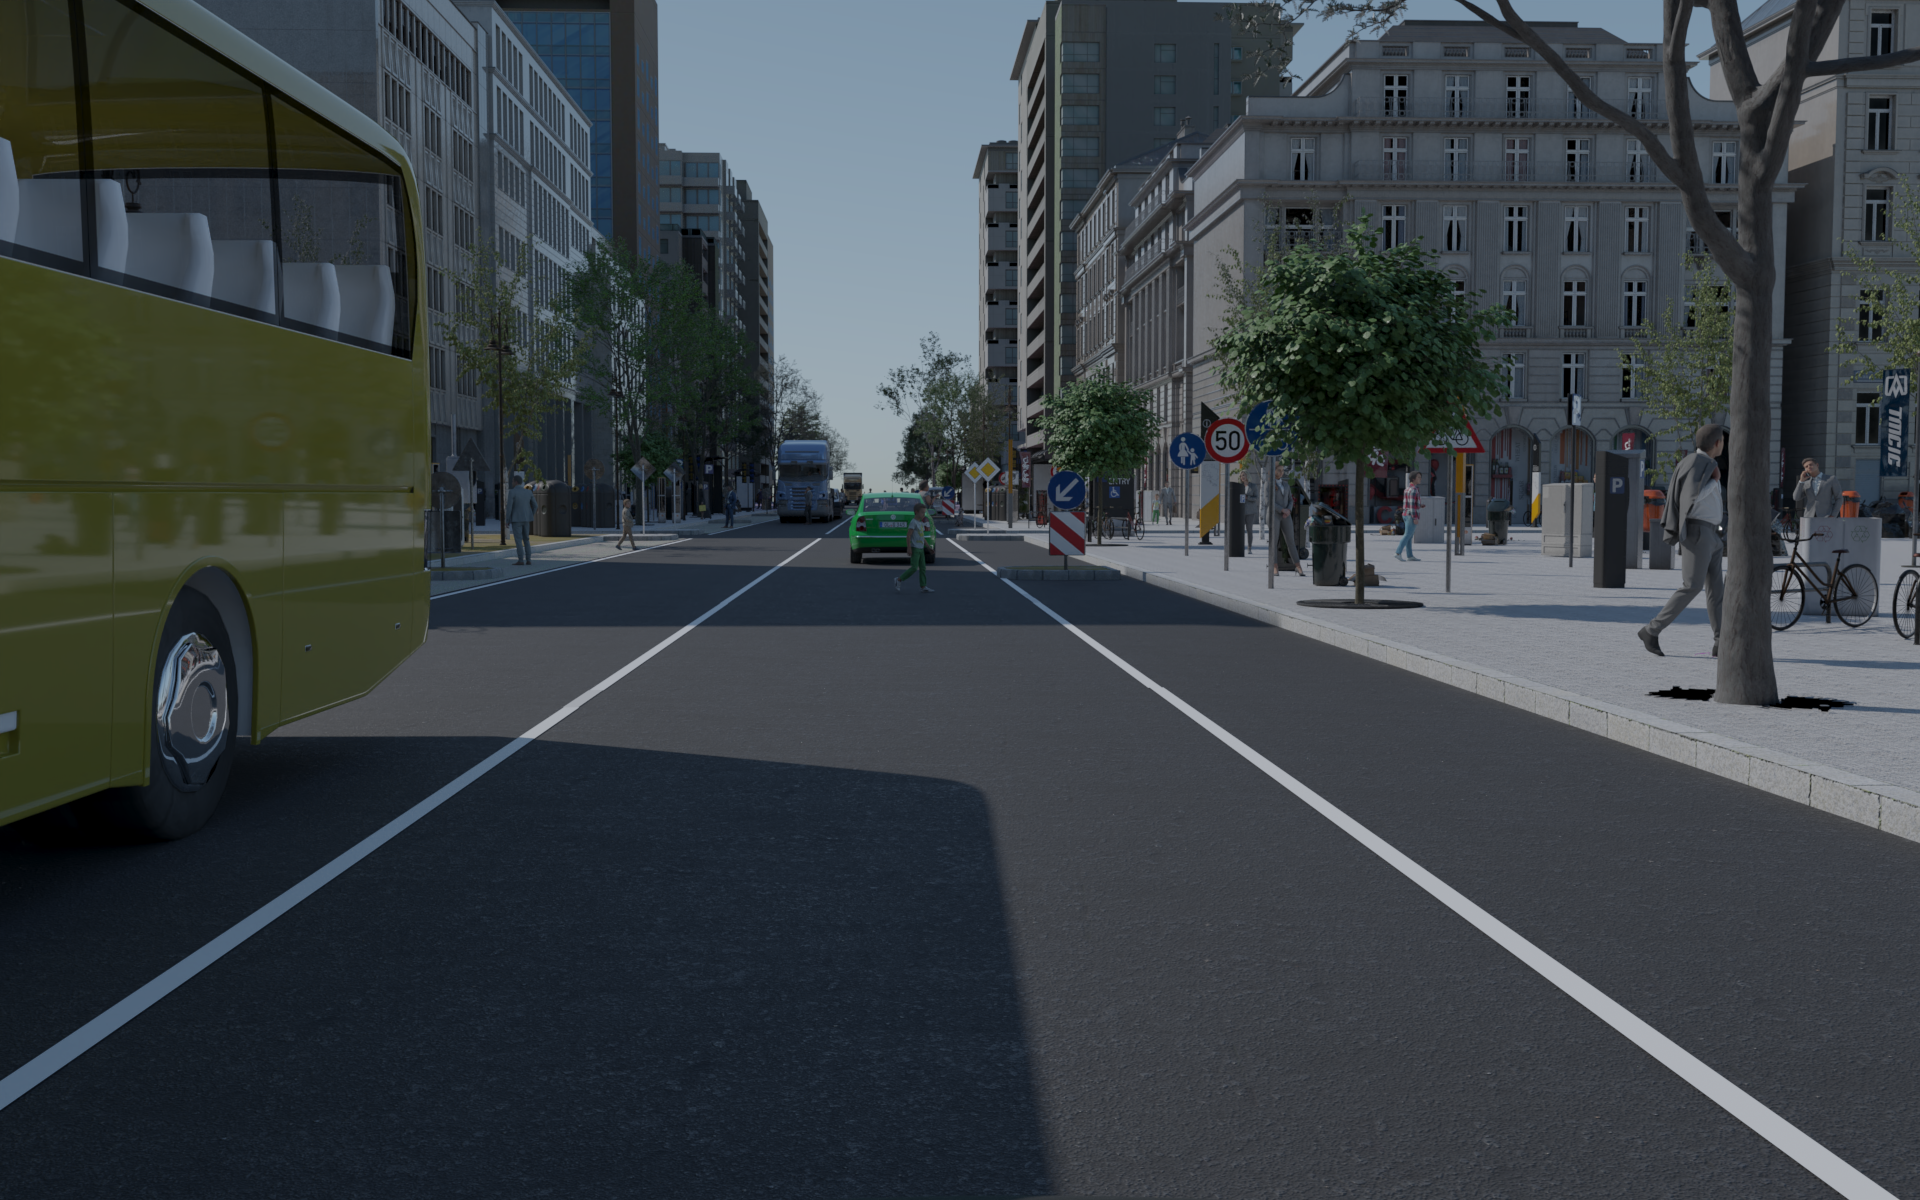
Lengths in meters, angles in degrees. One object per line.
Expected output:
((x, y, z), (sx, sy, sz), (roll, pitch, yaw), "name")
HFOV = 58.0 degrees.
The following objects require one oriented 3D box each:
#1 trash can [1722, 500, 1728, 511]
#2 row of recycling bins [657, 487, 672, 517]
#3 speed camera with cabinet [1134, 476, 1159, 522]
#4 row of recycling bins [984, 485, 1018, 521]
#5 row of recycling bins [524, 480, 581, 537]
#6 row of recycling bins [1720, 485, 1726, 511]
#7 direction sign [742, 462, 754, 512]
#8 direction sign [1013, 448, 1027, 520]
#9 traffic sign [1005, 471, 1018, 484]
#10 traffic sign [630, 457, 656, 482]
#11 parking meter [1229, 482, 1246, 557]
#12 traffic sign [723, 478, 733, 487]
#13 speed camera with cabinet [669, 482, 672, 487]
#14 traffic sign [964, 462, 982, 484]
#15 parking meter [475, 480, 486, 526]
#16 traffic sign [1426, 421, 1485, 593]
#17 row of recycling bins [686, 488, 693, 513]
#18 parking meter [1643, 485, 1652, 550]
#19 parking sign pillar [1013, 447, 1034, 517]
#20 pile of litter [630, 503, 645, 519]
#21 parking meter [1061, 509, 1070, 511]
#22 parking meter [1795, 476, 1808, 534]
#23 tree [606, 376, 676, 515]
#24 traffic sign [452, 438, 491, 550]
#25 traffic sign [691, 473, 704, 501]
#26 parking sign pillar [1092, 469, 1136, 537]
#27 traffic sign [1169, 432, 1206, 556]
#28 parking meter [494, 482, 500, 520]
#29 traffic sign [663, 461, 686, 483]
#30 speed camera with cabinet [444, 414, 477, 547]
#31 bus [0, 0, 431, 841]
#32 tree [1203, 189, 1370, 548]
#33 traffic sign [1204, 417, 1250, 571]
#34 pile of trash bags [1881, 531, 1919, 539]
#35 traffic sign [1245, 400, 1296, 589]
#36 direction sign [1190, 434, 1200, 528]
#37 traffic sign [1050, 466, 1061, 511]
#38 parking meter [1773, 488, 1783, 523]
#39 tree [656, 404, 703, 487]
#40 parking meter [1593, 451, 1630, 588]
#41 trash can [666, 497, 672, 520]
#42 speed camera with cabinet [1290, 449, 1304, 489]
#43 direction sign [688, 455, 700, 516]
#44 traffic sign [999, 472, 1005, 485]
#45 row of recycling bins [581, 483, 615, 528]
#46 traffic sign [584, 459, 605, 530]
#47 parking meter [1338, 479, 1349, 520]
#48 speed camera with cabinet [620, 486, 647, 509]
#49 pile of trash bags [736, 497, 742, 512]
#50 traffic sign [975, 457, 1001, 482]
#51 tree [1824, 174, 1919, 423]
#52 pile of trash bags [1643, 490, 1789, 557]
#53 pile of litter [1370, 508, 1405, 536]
((17.264, -1.727, 39.886), (0.748, 1.137, 0.748), (0, 3, 0), "trash can")
((-16.299, -5.488, 96.836), (1.069, 1.692, 3.534), (0, 4, -2), "row of recycling bins")
((8.367, -5.298, 80.957), (0.660, 3.252, 2.038), (-3, 5, -45), "speed camera with cabinet")
((2.011, -4.675, 83.550), (1.069, 1.692, 3.534), (-1, 4, -15), "row of recycling bins")
((-12.624, -2.808, 53.026), (1.069, 1.692, 3.534), (-2, 4, -25), "row of recycling bins")
((30.748, -3.890, 70.720), (1.069, 1.692, 3.534), (2, 4, 24), "row of recycling bins")
((-15.149, -8.061, 123.800), (0.876, 3.537, 0.379), (0, 4, 1), "direction sign")
((2.900, -5.741, 85.857), (0.876, 3.537, 0.379), (0, 4, 1), "direction sign")
((2.297, -4.559, 76.665), (0.606, 2.300, 0.079), (0, 4, 7), "traffic sign")
((-9.885, -3.169, 54.003), (0.795, 2.593, 0.064), (0, 4, -2), "traffic sign")
((5.614, -1.641, 35.241), (0.372, 1.533, 0.369), (0, 3, 0), "parking meter")
((-18.230, -8.317, 135.982), (0.884, 2.594, 0.081), (0, 4, 6), "traffic sign")
((-22.295, -8.582, 134.647), (0.660, 3.252, 2.038), (0, 4, -5), "speed camera with cabinet")
((0.557, -3.684, 62.422), (0.795, 2.593, 0.064), (0, 4, -2), "traffic sign")
((-19.321, -3.921, 69.815), (0.399, 1.863, 0.255), (0, 4, -7), "parking meter")
((6.363, -1.376, 22.505), (0.884, 2.594, 0.081), (0, 4, -2), "traffic sign")
((-18.992, -6.980, 121.243), (1.069, 1.692, 3.534), (-1, 4, -12), "row of recycling bins")
((15.604, -1.907, 39.593), (0.372, 1.533, 0.369), (0, 3, 0), "parking meter")
((3.390, -6.565, 95.815), (1.447, 3.967, 1.447), (1, 4, 15), "parking sign pillar")
((-16.473, -4.501, 87.557), (1.719, 0.858, 1.176), (2, 4, 25), "pile of litter")
((4.140, -3.800, 67.844), (0.255, 1.863, 0.399), (2, 4, 25), "parking meter")
((26.673, -3.007, 54.883), (0.255, 1.863, 0.399), (3, 5, 42), "parking meter")
((-19.433, -9.575, 106.915), (4.360, 8.622, 3.978), (0, 3, 0), "tree")
((-11.283, -2.447, 40.006), (0.884, 2.594, 0.081), (0, 3, 0), "traffic sign")
((-15.776, -6.352, 103.967), (0.768, 2.556, 0.104), (0, 4, 5), "traffic sign")
((4.616, -3.921, 52.582), (1.447, 3.967, 1.447), (-1, 4, -16), "parking sign pillar")
((4.705, -2.188, 35.875), (0.768, 2.556, 0.104), (0, 4, 4), "traffic sign")
((-22.834, -4.897, 85.780), (0.255, 1.863, 0.399), (2, 4, 27), "parking meter")
((-10.228, -3.657, 61.980), (0.795, 2.593, 0.064), (0, 4, -2), "traffic sign")
((-12.376, -2.932, 42.280), (0.660, 3.252, 2.038), (0, 4, 2), "speed camera with cabinet")
((-4.334, -0.782, 4.326), (2.896, 3.916, 12.252), (0, 4, -1), "bus")
((8.048, -5.548, 41.065), (4.360, 8.622, 3.978), (0, 3, 0), "tree")
((4.452, -1.759, 28.868), (0.768, 2.556, 0.104), (0, 4, 6), "traffic sign")
((27.444, -2.519, 50.945), (1.912, 1.369, 3.447), (-2, 4, -28), "pile of trash bags")
((4.219, -1.426, 23.418), (0.768, 2.556, 0.104), (0, 4, 0), "traffic sign")
((9.154, -4.522, 65.929), (0.876, 3.537, 0.379), (-1, 4, -23), "direction sign")
((3.963, -4.206, 68.866), (0.768, 2.556, 0.104), (0, 4, -1), "traffic sign")
((33.506, -3.826, 70.973), (0.372, 1.533, 0.369), (0, 3, 0), "parking meter")
((-20.710, -10.854, 127.832), (4.737, 8.622, 4.395), (0, 3, 0), "tree")
((8.901, -1.098, 23.662), (0.399, 1.863, 0.255), (-1, 4, -15), "parking meter")
((-14.292, -4.522, 85.586), (0.748, 1.137, 0.748), (0, 3, 0), "trash can")
((13.036, -4.425, 66.690), (0.660, 3.252, 2.038), (1, 4, 9), "speed camera with cabinet")
((-15.462, -6.660, 100.894), (0.876, 3.537, 0.379), (2, 4, 31), "direction sign")
((2.590, -6.031, 98.711), (0.768, 2.556, 0.104), (0, 4, -1), "traffic sign")
((-14.123, -3.646, 66.730), (1.069, 1.692, 3.534), (-2, 4, -29), "row of recycling bins")
((-13.103, -3.788, 62.041), (0.768, 2.556, 0.104), (0, 4, 2), "traffic sign")
((14.875, -3.768, 67.319), (0.399, 1.863, 0.255), (2, 4, 33), "parking meter")
((-22.135, -7.496, 116.902), (2.038, 3.252, 0.660), (-2, 4, -30), "speed camera with cabinet")
((-16.730, -7.085, 125.584), (1.912, 1.369, 3.447), (0, 4, -5), "pile of trash bags")
((0.900, -3.196, 54.444), (0.795, 2.593, 0.064), (0, 4, -2), "traffic sign")
((21.965, -5.407, 38.775), (4.737, 8.622, 4.395), (0, 3, 0), "tree")
((15.736, -1.643, 36.621), (1.912, 1.369, 3.447), (-2, 4, -28), "pile of trash bags")
((13.589, -2.445, 53.947), (1.719, 0.858, 1.176), (0, 4, 1), "pile of litter")
